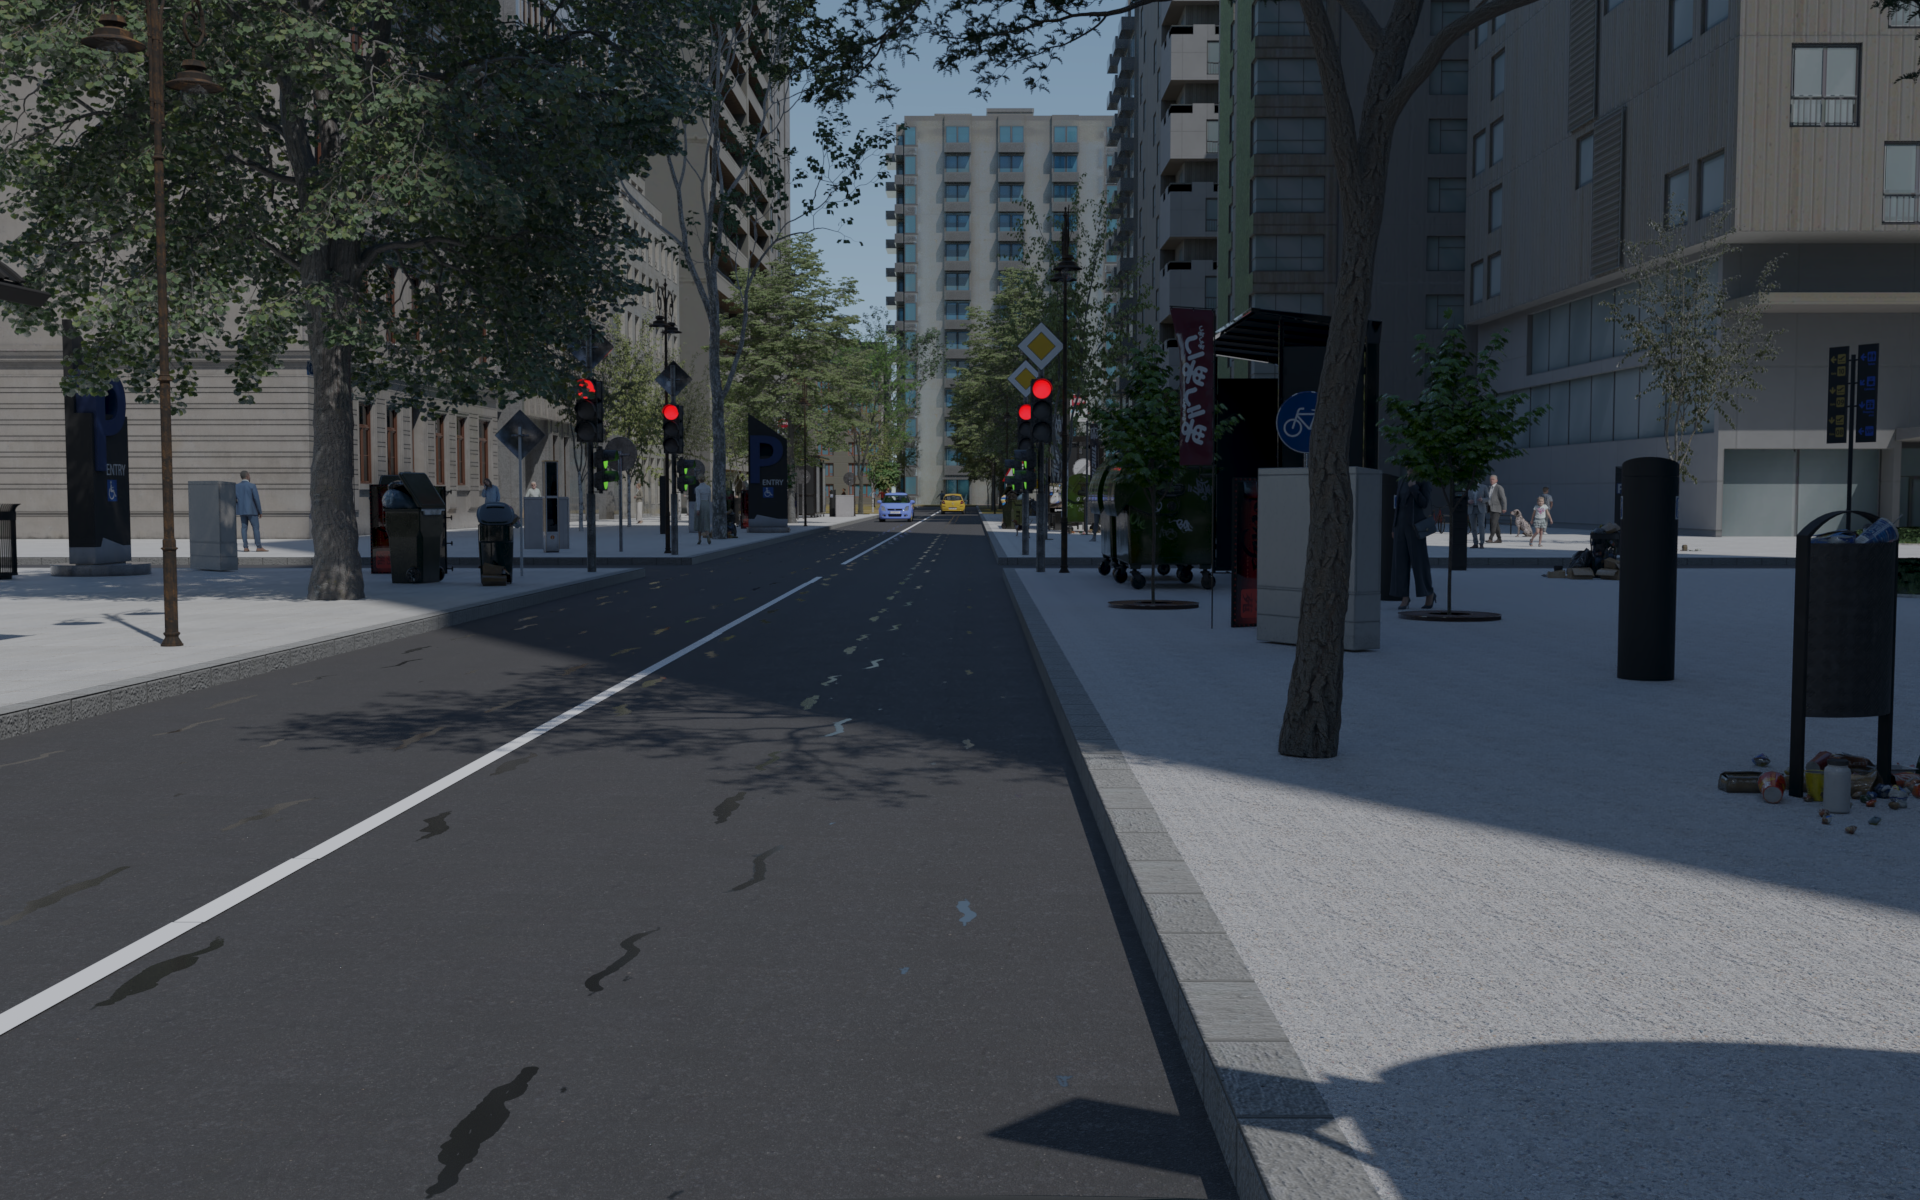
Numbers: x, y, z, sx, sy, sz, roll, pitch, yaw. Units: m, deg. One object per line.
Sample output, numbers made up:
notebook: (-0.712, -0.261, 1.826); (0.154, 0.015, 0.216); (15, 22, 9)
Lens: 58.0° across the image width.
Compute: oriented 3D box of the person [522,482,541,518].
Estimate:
person: (-16.716, -3.739, 67.667); (0.782, 1.767, 0.515); (-3, 4, -39)

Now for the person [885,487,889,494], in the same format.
person: (-5.676, -7.987, 136.730); (0.705, 1.812, 1.348); (1, 4, 21)

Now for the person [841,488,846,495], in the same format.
person: (-9.076, -7.756, 133.680); (0.721, 1.723, 1.217); (-2, 4, -26)

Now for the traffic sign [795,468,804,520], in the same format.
traffic sign: (-8.018, -5.237, 85.625); (0.884, 2.594, 0.081); (1, 4, 9)

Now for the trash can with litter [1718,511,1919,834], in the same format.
trash can with litter: (4.176, 0.222, 7.430); (2.233, 1.210, 1.678); (-1, 4, -21)

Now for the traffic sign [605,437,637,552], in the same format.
traffic sign: (-7.545, -2.347, 38.473); (0.768, 2.556, 0.104); (1, 4, 9)

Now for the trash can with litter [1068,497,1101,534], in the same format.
trash can with litter: (3.901, -2.778, 56.477); (1.678, 1.210, 2.233); (3, 4, 38)

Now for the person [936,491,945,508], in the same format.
person: (-1.882, -10.502, 180.288); (1.350, 1.814, 0.705); (1, 4, 18)

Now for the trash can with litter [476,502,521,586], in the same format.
trash can with litter: (-6.525, -0.805, 24.544); (0.624, 1.170, 1.055); (-1, 4, -15)

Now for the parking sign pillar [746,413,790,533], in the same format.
parking sign pillar: (-6.381, -4.225, 57.547); (1.447, 3.967, 1.447); (0, 4, -5)

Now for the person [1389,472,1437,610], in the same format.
person: (5.049, -0.788, 19.340); (0.576, 1.772, 0.534); (3, 4, 37)

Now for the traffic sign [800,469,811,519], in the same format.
traffic sign: (-8.076, -5.446, 89.147); (0.768, 2.556, 0.104); (0, 4, 4)

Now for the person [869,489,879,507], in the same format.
person: (-8.383, -9.899, 167.881); (1.348, 1.826, 0.705); (-3, 5, -44)

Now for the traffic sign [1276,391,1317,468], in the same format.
traffic sign: (4.311, -1.311, 21.542); (0.768, 2.556, 0.104); (1, 4, 10)

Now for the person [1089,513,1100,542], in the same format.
person: (3.814, -2.479, 46.752); (0.526, 1.800, 0.537); (-3, 5, -41)

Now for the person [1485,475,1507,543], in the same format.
person: (13.824, -2.357, 44.971); (0.834, 1.777, 0.661); (-3, 4, -36)

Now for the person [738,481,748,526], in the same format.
person: (-8.555, -3.835, 68.925); (0.537, 1.800, 0.526); (3, 5, 44)

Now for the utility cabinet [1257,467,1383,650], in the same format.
utility cabinet: (3.006, -0.357, 14.518); (0.318, 1.500, 1.173); (-2, 4, -32)

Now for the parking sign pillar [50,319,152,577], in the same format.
parking sign pillar: (-13.653, -2.383, 27.426); (1.447, 3.967, 1.447); (0, 4, -3)

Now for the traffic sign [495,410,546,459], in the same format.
traffic sign: (-6.865, -1.669, 27.019); (0.795, 2.593, 0.064); (0, 4, 1)

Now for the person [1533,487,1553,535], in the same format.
person: (18.436, -2.820, 54.748); (0.503, 1.515, 0.523); (-1, 4, -11)

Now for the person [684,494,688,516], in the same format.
person: (-16.101, -5.903, 102.749); (0.583, 1.804, 0.606); (0, 4, 7)

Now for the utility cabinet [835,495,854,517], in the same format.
utility cabinet: (-6.438, -5.224, 96.582); (1.020, 1.237, 0.306); (-1, 4, -11)

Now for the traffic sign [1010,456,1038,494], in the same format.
traffic sign: (3.810, -6.076, 93.220); (2.265, 3.308, 0.079); (0, 4, 6)

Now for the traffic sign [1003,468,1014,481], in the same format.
traffic sign: (2.204, -4.390, 71.786); (0.884, 2.594, 0.081); (0, 4, 2)

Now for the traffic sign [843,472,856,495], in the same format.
traffic sign: (-6.410, -6.147, 100.615); (0.768, 2.556, 0.104); (0, 4, 8)

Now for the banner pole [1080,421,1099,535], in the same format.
banner pole: (4.097, -3.920, 54.110); (0.401, 3.779, 0.863); (-2, 4, -30)

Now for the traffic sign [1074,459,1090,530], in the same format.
traffic sign: (4.430, -3.795, 62.147); (0.768, 2.556, 0.104); (0, 4, 5)

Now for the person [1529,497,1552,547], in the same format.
person: (14.167, -1.906, 42.229); (0.505, 1.210, 0.382); (0, 4, 4)

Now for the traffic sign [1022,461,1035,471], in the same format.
traffic sign: (2.481, -3.955, 64.763); (0.768, 2.556, 0.104); (0, 4, 5)

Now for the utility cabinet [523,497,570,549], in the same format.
utility cabinet: (-9.654, -1.793, 40.481); (1.020, 1.237, 0.306); (0, 4, -7)

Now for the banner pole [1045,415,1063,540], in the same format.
banner pole: (2.576, -3.562, 48.250); (0.401, 3.779, 0.863); (-3, 5, -42)

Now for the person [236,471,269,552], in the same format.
person: (-15.736, -1.963, 38.322); (0.721, 1.800, 0.419); (0, 4, -4)

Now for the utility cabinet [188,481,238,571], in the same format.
utility cabinet: (-12.507, -1.244, 29.015); (1.173, 1.500, 0.318); (3, 5, 43)

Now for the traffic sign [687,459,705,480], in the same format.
traffic sign: (-9.737, -3.885, 63.618); (0.768, 2.556, 0.104); (0, 4, 5)

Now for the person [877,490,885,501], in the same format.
person: (-8.115, -10.728, 181.375); (1.348, 1.831, 0.705); (2, 4, 24)

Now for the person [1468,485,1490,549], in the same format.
person: (12.150, -2.115, 40.819); (0.606, 1.804, 0.583); (2, 4, 25)

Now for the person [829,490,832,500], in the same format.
person: (-13.291, -10.421, 177.207); (0.721, 1.735, 1.217); (-1, 4, -15)

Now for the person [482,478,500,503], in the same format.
person: (-15.077, -3.031, 55.865); (0.793, 1.790, 0.793); (-2, 4, -34)

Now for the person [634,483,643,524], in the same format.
person: (-13.934, -4.184, 74.999); (0.362, 1.759, 0.519); (-2, 4, -28)

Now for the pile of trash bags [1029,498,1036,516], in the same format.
pile of trash bags: (4.857, -5.610, 101.475); (1.912, 1.369, 3.447); (0, 4, -8)

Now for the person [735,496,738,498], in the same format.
person: (-11.158, -4.591, 86.125); (0.382, 1.210, 0.505); (2, 4, 33)
